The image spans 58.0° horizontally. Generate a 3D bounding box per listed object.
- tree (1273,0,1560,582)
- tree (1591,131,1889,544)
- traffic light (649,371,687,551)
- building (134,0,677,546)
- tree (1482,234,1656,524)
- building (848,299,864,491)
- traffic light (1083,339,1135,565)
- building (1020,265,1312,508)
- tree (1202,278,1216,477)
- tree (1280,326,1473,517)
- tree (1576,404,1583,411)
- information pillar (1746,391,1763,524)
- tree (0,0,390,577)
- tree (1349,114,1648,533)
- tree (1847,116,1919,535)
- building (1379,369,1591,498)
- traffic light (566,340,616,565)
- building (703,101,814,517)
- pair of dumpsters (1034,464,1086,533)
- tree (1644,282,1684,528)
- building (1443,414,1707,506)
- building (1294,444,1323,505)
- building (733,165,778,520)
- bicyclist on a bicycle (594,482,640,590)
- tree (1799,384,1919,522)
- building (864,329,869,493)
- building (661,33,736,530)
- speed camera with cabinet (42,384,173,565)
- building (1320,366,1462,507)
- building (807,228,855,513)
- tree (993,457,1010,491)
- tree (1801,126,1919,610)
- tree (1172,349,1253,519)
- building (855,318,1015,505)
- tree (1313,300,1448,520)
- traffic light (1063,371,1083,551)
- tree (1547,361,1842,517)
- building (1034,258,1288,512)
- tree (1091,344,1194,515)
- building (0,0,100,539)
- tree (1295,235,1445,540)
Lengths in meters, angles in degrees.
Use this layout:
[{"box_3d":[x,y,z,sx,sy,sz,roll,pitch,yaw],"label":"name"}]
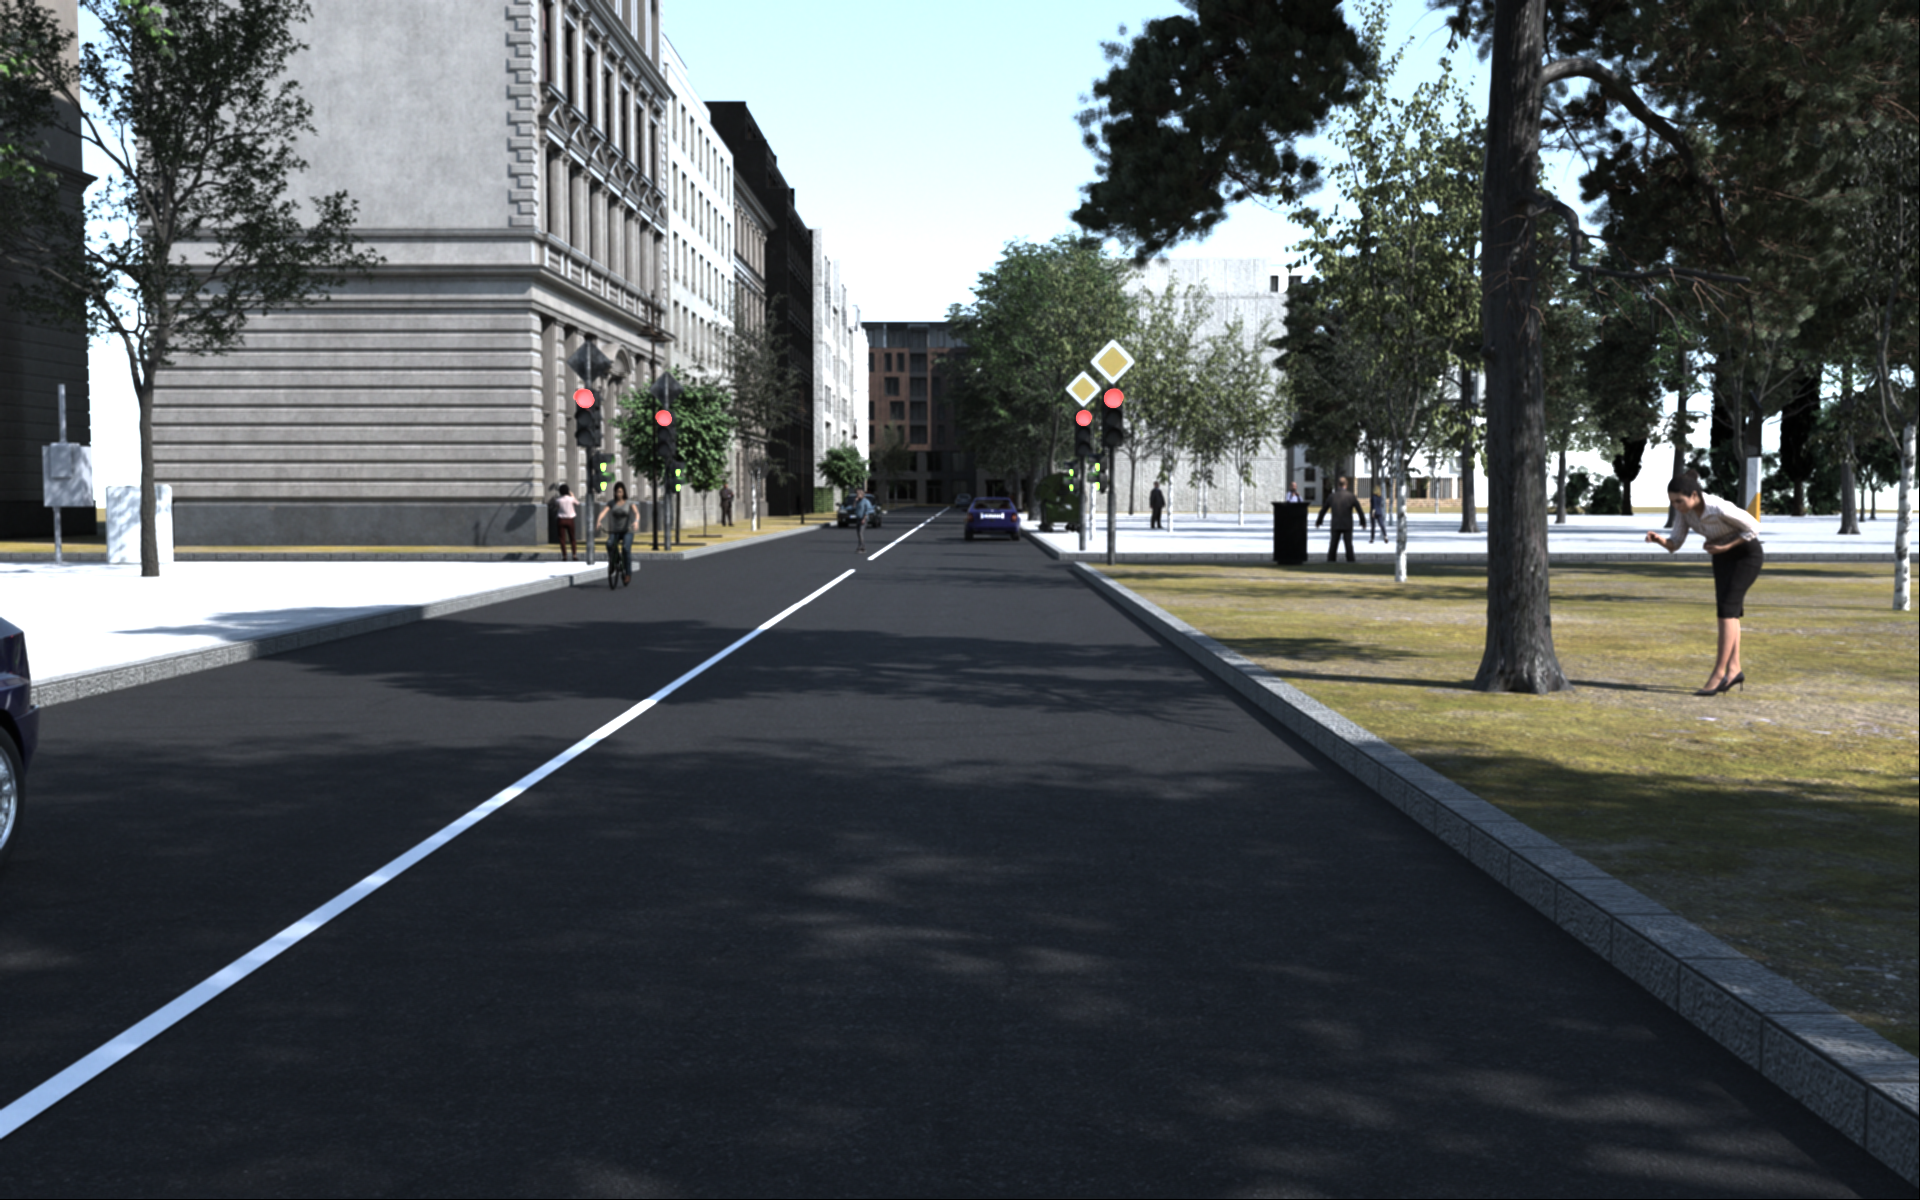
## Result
[{"box_3d":[6.407,-4.557,24.871,4.737,8.622,4.395,0,3,0],"label":"tree"},{"box_3d":[20.413,-7.287,44.906,9.928,11.665,9.643,0,3,0],"label":"tree"},{"box_3d":[-6.608,-3.052,39.138,0.839,4.213,0.868,0,4,0],"label":"traffic light"},{"box_3d":[-15.179,-13.600,51.242,11.050,23.489,19.941,0,4,0],"label":"building"},{"box_3d":[26.442,-9.569,74.585,7.486,12.596,7.792,0,3,0],"label":"tree"},{"box_3d":[-17.687,-18.822,164.165,16.016,20.091,11.380,0,4,0],"label":"building"},{"box_3d":[2.709,-2.561,31.118,0.839,4.213,0.868,0,4,0],"label":"traffic light"},{"box_3d":[20.397,-20.013,171.188,27.936,21.610,32.646,0,4,0],"label":"building"},{"box_3d":[7.248,-6.574,57.854,4.737,8.622,4.395,0,3,0],"label":"tree"},{"box_3d":[23.912,-11.530,98.882,12.009,13.543,11.850,0,3,0],"label":"tree"},{"box_3d":[29.354,-8.357,86.993,4.737,8.622,4.395,0,3,0],"label":"tree"},{"box_3d":[17.932,-2.922,39.127,0.183,3.616,0.504,0,4,-3],"label":"information pillar"},{"box_3d":[-12.671,-5.616,26.233,8.767,10.594,7.601,1,4,14],"label":"tree"},{"box_3d":[16.603,-9.156,57.123,7.806,13.903,7.818,0,3,0],"label":"tree"},{"box_3d":[28.192,-9.031,55.073,7.806,13.903,7.818,0,3,0],"label":"tree"},{"box_3d":[60.443,-20.984,209.550,31.486,18.905,16.747,0,4,0],"label":"building"},{"box_3d":[-6.652,-2.563,31.153,0.839,4.213,0.868,0,4,0],"label":"traffic light"},{"box_3d":[-15.849,-16.906,106.098,12.332,23.373,15.834,0,4,0],"label":"building"},{"box_3d":[3.380,-3.442,58.769,1.574,2.255,4.436,0,4,0],"label":"pair of dumpsters"},{"box_3d":[27.128,-9.614,64.615,7.806,13.903,7.818,0,3,0],"label":"tree"},{"box_3d":[64.702,-14.774,183.708,28.070,9.664,9.099,0,4,0],"label":"building"},{"box_3d":[30.279,-16.142,206.065,28.070,9.664,9.099,0,4,0],"label":"building"},{"box_3d":[-15.563,-13.657,87.913,10.561,19.102,19.286,0,4,0],"label":"building"},{"box_3d":[-5.178,-0.999,26.360,1.499,1.676,1.625,0,3,0],"label":"bicyclist on a bicycle"},{"box_3d":[46.562,-7.432,84.413,11.467,7.101,20.602,1,4,21],"label":"tree"},{"box_3d":[-15.373,-19.723,178.883,11.380,20.091,16.016,0,4,0],"label":"building"},{"box_3d":[-15.444,-13.155,69.836,10.420,20.320,16.860,0,4,0],"label":"building"},{"box_3d":[-15.529,-2.277,31.566,2.038,3.252,0.660,0,4,-6],"label":"speed camera with cabinet"},{"box_3d":[44.687,-19.757,179.449,11.380,20.091,16.016,0,4,0],"label":"building"},{"box_3d":[-17.392,-16.176,130.934,16.747,18.905,31.486,0,4,0],"label":"building"},{"box_3d":[5.224,-14.718,190.998,4.737,8.622,4.395,0,3,0],"label":"tree"},{"box_3d":[10.629,-4.200,19.033,4.360,8.622,3.978,0,3,0],"label":"tree"},{"box_3d":[12.882,-8.484,89.073,4.360,8.622,3.978,0,3,0],"label":"tree"},{"box_3d":[-0.212,-22.722,215.471,32.646,21.610,27.936,0,4,0],"label":"building"},{"box_3d":[20.623,-9.835,86.553,9.928,11.665,9.643,0,3,0],"label":"tree"},{"box_3d":[2.753,-3.049,39.103,0.839,4.213,0.868,0,4,0],"label":"traffic light"},{"box_3d":[44.414,-12.324,103.312,18.604,14.587,13.155,0,4,7],"label":"tree"},{"box_3d":[14.880,-16.630,138.366,16.747,18.905,31.486,0,4,0],"label":"building"},{"box_3d":[10.838,-10.498,106.061,7.601,10.594,8.767,-1,4,-14],"label":"tree"},{"box_3d":[-39.266,-15.328,47.869,25.104,27.353,12.463,0,4,0],"label":"building"},{"box_3d":[11.762,-6.002,48.488,4.360,8.622,3.978,0,3,0],"label":"tree"}]
